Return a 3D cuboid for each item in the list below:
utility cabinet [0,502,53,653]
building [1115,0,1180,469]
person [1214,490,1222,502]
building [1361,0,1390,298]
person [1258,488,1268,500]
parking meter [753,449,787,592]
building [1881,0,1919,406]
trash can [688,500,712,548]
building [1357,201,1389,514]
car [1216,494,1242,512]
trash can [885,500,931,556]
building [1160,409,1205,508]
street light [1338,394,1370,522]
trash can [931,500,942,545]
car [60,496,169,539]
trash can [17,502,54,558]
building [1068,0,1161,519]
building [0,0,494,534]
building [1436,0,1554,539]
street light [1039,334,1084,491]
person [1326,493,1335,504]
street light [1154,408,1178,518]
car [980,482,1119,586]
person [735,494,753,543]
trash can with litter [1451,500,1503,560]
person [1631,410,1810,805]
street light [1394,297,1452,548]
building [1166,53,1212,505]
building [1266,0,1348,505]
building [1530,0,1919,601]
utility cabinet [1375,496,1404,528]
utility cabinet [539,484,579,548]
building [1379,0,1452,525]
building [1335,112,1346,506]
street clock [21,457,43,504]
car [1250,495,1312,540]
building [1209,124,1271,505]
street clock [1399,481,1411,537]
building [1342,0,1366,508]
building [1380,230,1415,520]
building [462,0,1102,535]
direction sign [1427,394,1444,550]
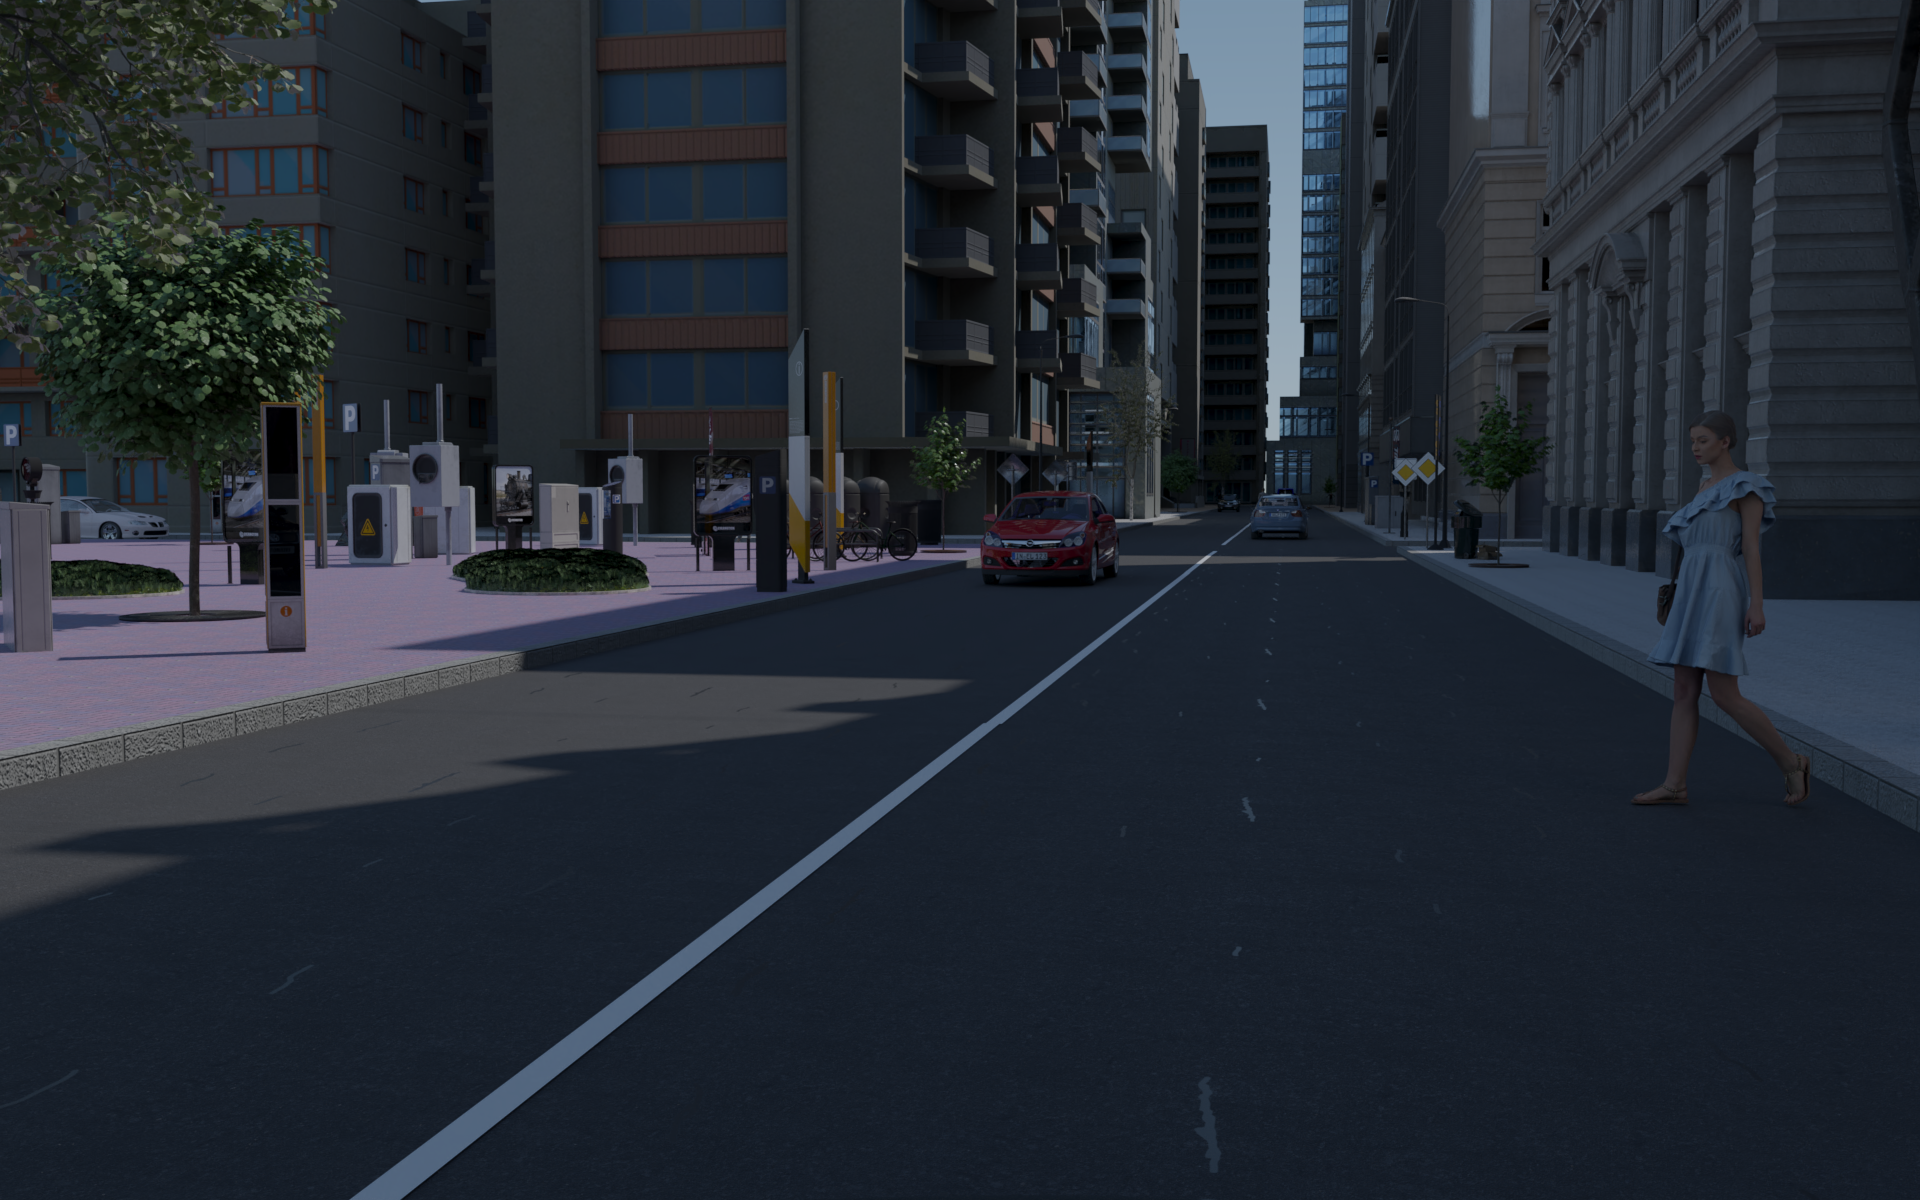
[{"bbox_3d":[-7.797,-0.202,14.468,0.306,1.237,1.020,-2,4,-33],"label":"utility cabinet"},{"bbox_3d":[3.536,-33.706,140.335,28.713,52.752,27.495,1,4,11],"label":"building"},{"bbox_3d":[30.714,-12.054,205.218,1.348,1.869,0.705,2,4,33],"label":"person"},{"bbox_3d":[46.137,-33.504,137.023,28.713,52.752,27.495,1,4,11],"label":"building"},{"bbox_3d":[17.422,-5.567,99.715,0.606,1.804,0.583,0,4,-7],"label":"person"},{"bbox_3d":[-2.488,-1.040,22.709,0.399,1.863,0.255,1,4,15],"label":"parking meter"},{"bbox_3d":[15.385,-8.730,10.184,16.820,18.784,16.811,1,4,11],"label":"building"},{"bbox_3d":[-6.158,-1.830,41.578,0.748,1.137,0.748,0,3,0],"label":"trash can"},{"bbox_3d":[31.102,-16.115,112.630,9.793,20.994,18.267,1,4,11],"label":"building"},{"bbox_3d":[21.539,-7.884,138.688,2.009,1.686,4.222,1,4,10],"label":"car"},{"bbox_3d":[-1.189,-1.492,36.046,0.748,1.137,0.748,0,3,0],"label":"trash can"},{"bbox_3d":[7.073,-29.018,166.318,32.217,40.220,23.993,1,4,11],"label":"building"},{"bbox_3d":[18.327,-6.577,80.068,1.470,5.913,1.316,1,4,11],"label":"street light"},{"bbox_3d":[-0.774,-1.956,43.642,0.748,1.137,0.748,0,3,0],"label":"trash can"},{"bbox_3d":[-25.853,-2.380,51.274,4.827,1.381,2.083,1,4,11],"label":"car"},{"bbox_3d":[-17.218,-1.254,32.156,0.748,1.137,0.748,0,3,0],"label":"trash can"},{"bbox_3d":[1.314,-48.313,102.584,22.319,86.520,31.000,1,4,11],"label":"building"},{"bbox_3d":[-32.161,-13.869,71.791,28.899,21.520,27.650,1,4,11],"label":"building"},{"bbox_3d":[25.421,-16.323,52.783,20.117,28.700,13.634,1,4,11],"label":"building"},{"bbox_3d":[2.896,-4.769,50.514,1.470,5.913,1.316,1,4,11],"label":"street light"},{"bbox_3d":[43.154,-11.752,201.476,1.217,1.723,0.721,1,4,20],"label":"person"},{"bbox_3d":[11.046,-7.399,93.518,1.470,5.913,1.316,1,4,11],"label":"street light"},{"bbox_3d":[1.537,-1.197,28.609,2.155,1.783,4.494,1,4,12],"label":"car"},{"bbox_3d":[-6.031,-2.400,48.010,0.573,1.790,0.520,0,4,-4],"label":"person"},{"bbox_3d":[10.200,-1.389,34.094,0.624,1.170,1.055,-3,4,-37],"label":"trash can with litter"},{"bbox_3d":[3.486,0.038,7.967,0.778,1.811,0.616,0,4,2],"label":"person"},{"bbox_3d":[10.955,-4.186,40.978,1.470,5.913,1.316,1,4,11],"label":"street light"},{"bbox_3d":[15.746,-34.639,190.048,21.600,48.544,21.300,1,4,11],"label":"building"},{"bbox_3d":[53.988,-55.082,213.257,31.000,86.520,22.319,1,4,11],"label":"building"},{"bbox_3d":[16.163,-12.213,28.562,11.050,23.489,19.941,1,4,11],"label":"building"},{"bbox_3d":[16.069,-3.282,64.822,1.020,1.237,0.306,-1,4,-9],"label":"utility cabinet"},{"bbox_3d":[-8.574,-1.740,37.130,0.318,1.500,1.173,1,4,16],"label":"utility cabinet"},{"bbox_3d":[25.577,-17.058,72.399,14.314,27.812,24.014,1,4,11],"label":"building"},{"bbox_3d":[48.039,-30.821,187.509,14.154,41.232,14.086,1,4,11],"label":"building"},{"bbox_3d":[-18.203,-1.800,34.006,0.471,2.002,0.358,3,5,40],"label":"street clock"},{"bbox_3d":[10.343,-2.688,55.949,2.014,1.417,4.499,1,4,12],"label":"car"},{"bbox_3d":[28.054,-36.398,218.812,21.600,48.544,21.300,1,4,11],"label":"building"},{"bbox_3d":[13.207,-2.867,51.443,0.358,2.002,0.471,0,4,-8],"label":"street clock"},{"bbox_3d":[47.391,-38.098,164.905,21.231,58.520,28.212,1,4,11],"label":"building"},{"bbox_3d":[28.657,-14.034,94.076,10.561,19.102,19.286,1,4,11],"label":"building"},{"bbox_3d":[-6.347,-25.208,66.771,22.147,44.769,28.867,1,4,11],"label":"building"},{"bbox_3d":[10.932,-2.919,39.723,0.379,3.537,0.876,1,4,22],"label":"direction sign"}]
